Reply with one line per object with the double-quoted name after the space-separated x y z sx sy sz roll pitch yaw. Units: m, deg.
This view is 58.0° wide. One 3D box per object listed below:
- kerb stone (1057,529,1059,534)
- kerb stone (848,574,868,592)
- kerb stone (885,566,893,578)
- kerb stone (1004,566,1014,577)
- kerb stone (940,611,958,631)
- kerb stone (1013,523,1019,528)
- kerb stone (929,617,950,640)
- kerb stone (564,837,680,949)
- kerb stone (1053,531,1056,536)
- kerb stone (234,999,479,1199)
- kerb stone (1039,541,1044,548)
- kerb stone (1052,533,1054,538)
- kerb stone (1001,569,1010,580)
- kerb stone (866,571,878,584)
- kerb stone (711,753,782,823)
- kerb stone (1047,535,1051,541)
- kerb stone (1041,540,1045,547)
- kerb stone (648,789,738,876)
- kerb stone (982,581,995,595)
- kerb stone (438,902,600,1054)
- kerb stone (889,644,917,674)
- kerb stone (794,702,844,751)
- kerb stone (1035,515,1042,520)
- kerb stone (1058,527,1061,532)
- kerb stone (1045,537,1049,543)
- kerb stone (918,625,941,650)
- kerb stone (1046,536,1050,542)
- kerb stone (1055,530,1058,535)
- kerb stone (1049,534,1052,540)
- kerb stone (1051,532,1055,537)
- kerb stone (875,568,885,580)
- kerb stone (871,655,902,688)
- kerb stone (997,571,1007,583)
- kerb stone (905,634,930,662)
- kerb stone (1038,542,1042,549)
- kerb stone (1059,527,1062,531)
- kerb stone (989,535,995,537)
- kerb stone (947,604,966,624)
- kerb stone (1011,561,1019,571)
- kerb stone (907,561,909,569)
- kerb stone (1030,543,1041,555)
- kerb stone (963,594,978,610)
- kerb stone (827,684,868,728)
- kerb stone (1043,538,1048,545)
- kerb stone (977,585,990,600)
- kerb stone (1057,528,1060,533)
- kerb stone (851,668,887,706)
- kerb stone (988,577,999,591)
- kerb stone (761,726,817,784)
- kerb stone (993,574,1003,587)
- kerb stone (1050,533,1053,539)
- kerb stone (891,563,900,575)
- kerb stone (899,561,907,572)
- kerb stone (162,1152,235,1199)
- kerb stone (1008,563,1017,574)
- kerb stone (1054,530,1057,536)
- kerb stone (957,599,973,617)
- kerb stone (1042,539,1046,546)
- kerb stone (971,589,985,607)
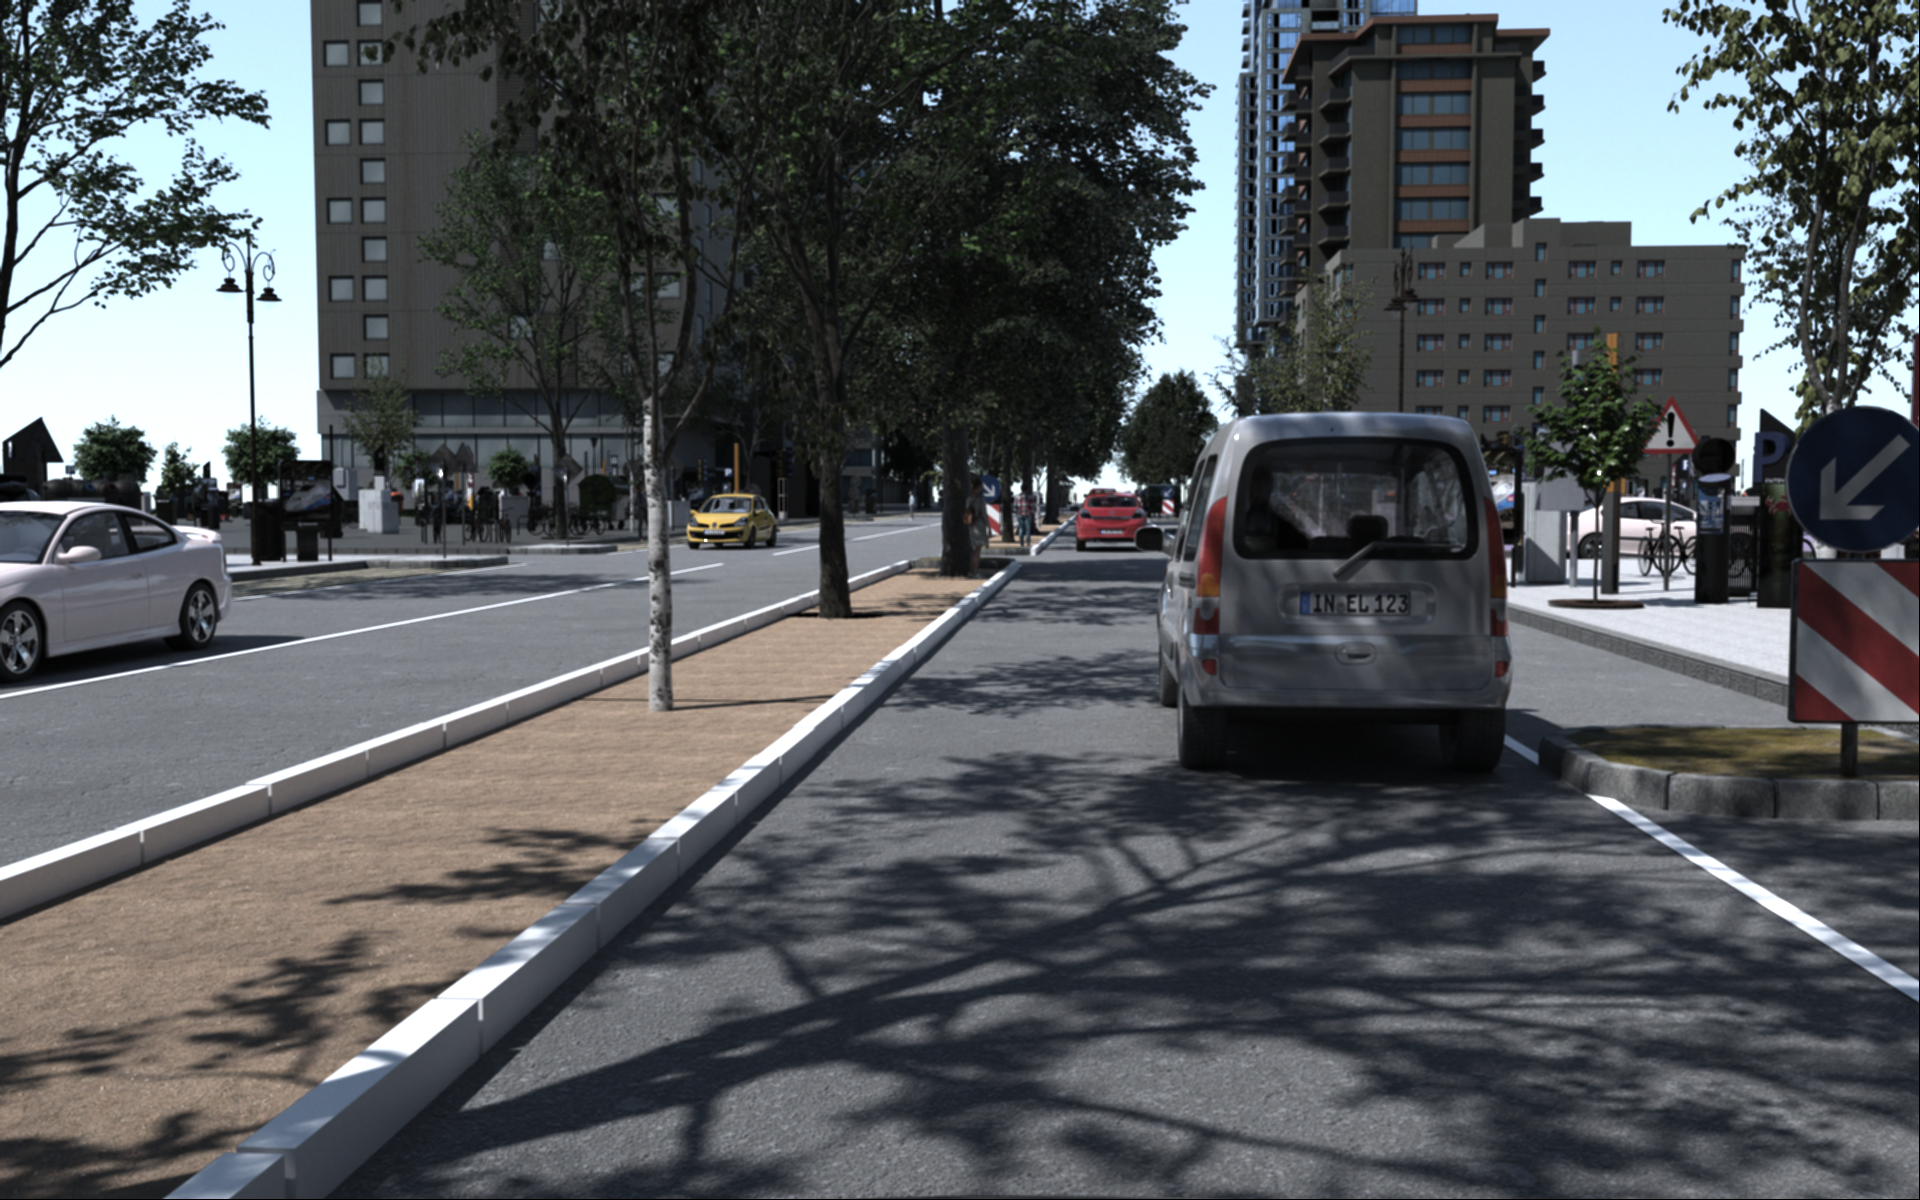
3.266 -2.290 59.647 0.120 0.150 1.000 0 4 5 "kerb stone"
-1.573 -0.269 26.598 0.120 0.150 1.000 0 4 5 "kerb stone"
-1.312 -0.456 29.657 0.120 0.150 1.000 0 4 5 "kerb stone"
0.784 -0.445 29.486 0.120 0.150 1.000 0 4 5 "kerb stone"
-0.151 0.249 18.210 0.120 0.150 1.000 0 4 5 "kerb stone"
2.510 -3.291 76.158 0.120 0.150 1.000 0 4 5 "kerb stone"
-0.230 0.307 17.183 0.120 0.150 1.000 0 4 5 "kerb stone"
-1.151 0.997 5.950 0.120 0.150 1.000 0 4 5 "kerb stone"
2.919 -2.041 55.569 0.120 0.150 1.000 0 4 5 "kerb stone"
-1.322 1.119 3.900 0.120 0.150 1.000 0 4 5 "kerb stone"
2.001 -1.353 44.333 0.120 0.150 1.000 0 4 5 "kerb stone"
2.758 -1.917 53.531 0.120 0.150 1.000 0 4 5 "kerb stone"
0.693 -0.379 28.462 0.120 0.150 1.000 0 4 5 "kerb stone"
-1.480 -0.332 27.616 0.120 0.150 1.000 0 4 5 "kerb stone"
-0.985 0.868 8.003 0.120 0.150 1.000 0 4 5 "kerb stone"
2.507 -1.729 50.467 0.120 0.150 1.000 0 4 5 "kerb stone"
2.083 -1.416 45.351 0.120 0.150 1.000 0 4 5 "kerb stone"
-1.068 0.931 6.976 0.120 0.150 1.000 0 4 5 "kerb stone"
0.360 -0.133 24.373 0.120 0.150 1.000 0 4 5 "kerb stone"
-1.237 1.060 4.926 0.120 0.150 1.000 0 4 5 "kerb stone"
-0.487 0.495 14.121 0.120 0.150 1.000 0 4 5 "kerb stone"
-0.820 0.743 10.045 0.120 0.150 1.000 0 4 5 "kerb stone"
4.617 -4.858 101.706 0.120 0.150 1.000 0 4 5 "kerb stone"
3.424 -2.413 61.698 0.120 0.150 1.000 0 4 5 "kerb stone"
2.345 -1.604 48.426 0.120 0.150 1.000 0 4 5 "kerb stone"
-0.312 0.371 16.164 0.120 0.150 1.000 0 4 5 "kerb stone"
2.427 -1.667 49.449 0.120 0.150 1.000 0 4 5 "kerb stone"
3.090 -2.166 57.611 0.120 0.150 1.000 0 4 5 "kerb stone"
2.595 -1.791 51.487 0.120 0.150 1.000 0 4 5 "kerb stone"
2.843 -1.974 54.550 0.120 0.150 1.000 0 4 5 "kerb stone"
-1.398 -0.394 28.639 0.120 0.150 1.000 0 4 5 "kerb stone"
-0.572 0.556 13.102 0.120 0.150 1.000 0 4 5 "kerb stone"
0.611 -0.321 27.436 0.120 0.150 1.000 0 4 5 "kerb stone"
-0.392 0.434 15.144 0.120 0.150 1.000 0 4 5 "kerb stone"
1.921 -1.292 43.314 0.120 0.150 1.000 0 4 5 "kerb stone"
3.517 -2.478 62.718 0.120 0.150 1.000 0 4 5 "kerb stone"
1.168 -2.295 59.808 0.120 0.150 1.000 0 4 5 "kerb stone"
-0.066 0.181 19.236 0.120 0.150 1.000 0 4 5 "kerb stone"
0.953 -0.571 31.524 0.120 0.150 1.000 0 4 5 "kerb stone"
-1.057 -0.643 32.714 0.120 0.150 1.000 0 4 5 "kerb stone"
1.834 -1.229 42.296 0.120 0.150 1.000 0 4 5 "kerb stone"
0.100 0.056 21.277 0.120 0.150 1.000 0 4 5 "kerb stone"
-0.732 0.681 11.064 0.120 0.150 1.000 0 4 5 "kerb stone"
2.255 -1.541 47.398 0.120 0.150 1.000 0 4 5 "kerb stone"
0.275 -0.070 23.344 0.120 0.150 1.000 0 4 5 "kerb stone"
3.347 -2.353 60.666 0.120 0.150 1.000 0 4 5 "kerb stone"
-0.649 0.619 12.083 0.120 0.150 1.000 0 4 5 "kerb stone"
0.448 -0.195 25.391 0.120 0.150 1.000 0 4 5 "kerb stone"
-0.898 0.810 9.022 0.120 0.150 1.000 0 4 5 "kerb stone"
0.524 -0.254 26.411 0.120 0.150 1.000 0 4 5 "kerb stone"
2.679 -1.854 52.511 0.120 0.150 1.000 0 4 5 "kerb stone"
-1.228 -0.516 30.676 0.120 0.150 1.000 0 4 5 "kerb stone"
-1.141 -0.580 31.695 0.120 0.150 1.000 0 4 5 "kerb stone"
-1.413 1.182 2.876 0.120 0.150 1.000 0 4 5 "kerb stone"
0.869 -0.508 30.505 0.120 0.150 1.000 0 4 5 "kerb stone"
3.006 -2.104 56.593 0.120 0.150 1.000 0 4 5 "kerb stone"
0.027 0.119 20.254 0.120 0.150 1.000 0 4 5 "kerb stone"
2.169 -1.479 46.379 0.120 0.150 1.000 0 4 5 "kerb stone"
0.198 -0.007 22.310 0.120 0.150 1.000 0 4 5 "kerb stone"
